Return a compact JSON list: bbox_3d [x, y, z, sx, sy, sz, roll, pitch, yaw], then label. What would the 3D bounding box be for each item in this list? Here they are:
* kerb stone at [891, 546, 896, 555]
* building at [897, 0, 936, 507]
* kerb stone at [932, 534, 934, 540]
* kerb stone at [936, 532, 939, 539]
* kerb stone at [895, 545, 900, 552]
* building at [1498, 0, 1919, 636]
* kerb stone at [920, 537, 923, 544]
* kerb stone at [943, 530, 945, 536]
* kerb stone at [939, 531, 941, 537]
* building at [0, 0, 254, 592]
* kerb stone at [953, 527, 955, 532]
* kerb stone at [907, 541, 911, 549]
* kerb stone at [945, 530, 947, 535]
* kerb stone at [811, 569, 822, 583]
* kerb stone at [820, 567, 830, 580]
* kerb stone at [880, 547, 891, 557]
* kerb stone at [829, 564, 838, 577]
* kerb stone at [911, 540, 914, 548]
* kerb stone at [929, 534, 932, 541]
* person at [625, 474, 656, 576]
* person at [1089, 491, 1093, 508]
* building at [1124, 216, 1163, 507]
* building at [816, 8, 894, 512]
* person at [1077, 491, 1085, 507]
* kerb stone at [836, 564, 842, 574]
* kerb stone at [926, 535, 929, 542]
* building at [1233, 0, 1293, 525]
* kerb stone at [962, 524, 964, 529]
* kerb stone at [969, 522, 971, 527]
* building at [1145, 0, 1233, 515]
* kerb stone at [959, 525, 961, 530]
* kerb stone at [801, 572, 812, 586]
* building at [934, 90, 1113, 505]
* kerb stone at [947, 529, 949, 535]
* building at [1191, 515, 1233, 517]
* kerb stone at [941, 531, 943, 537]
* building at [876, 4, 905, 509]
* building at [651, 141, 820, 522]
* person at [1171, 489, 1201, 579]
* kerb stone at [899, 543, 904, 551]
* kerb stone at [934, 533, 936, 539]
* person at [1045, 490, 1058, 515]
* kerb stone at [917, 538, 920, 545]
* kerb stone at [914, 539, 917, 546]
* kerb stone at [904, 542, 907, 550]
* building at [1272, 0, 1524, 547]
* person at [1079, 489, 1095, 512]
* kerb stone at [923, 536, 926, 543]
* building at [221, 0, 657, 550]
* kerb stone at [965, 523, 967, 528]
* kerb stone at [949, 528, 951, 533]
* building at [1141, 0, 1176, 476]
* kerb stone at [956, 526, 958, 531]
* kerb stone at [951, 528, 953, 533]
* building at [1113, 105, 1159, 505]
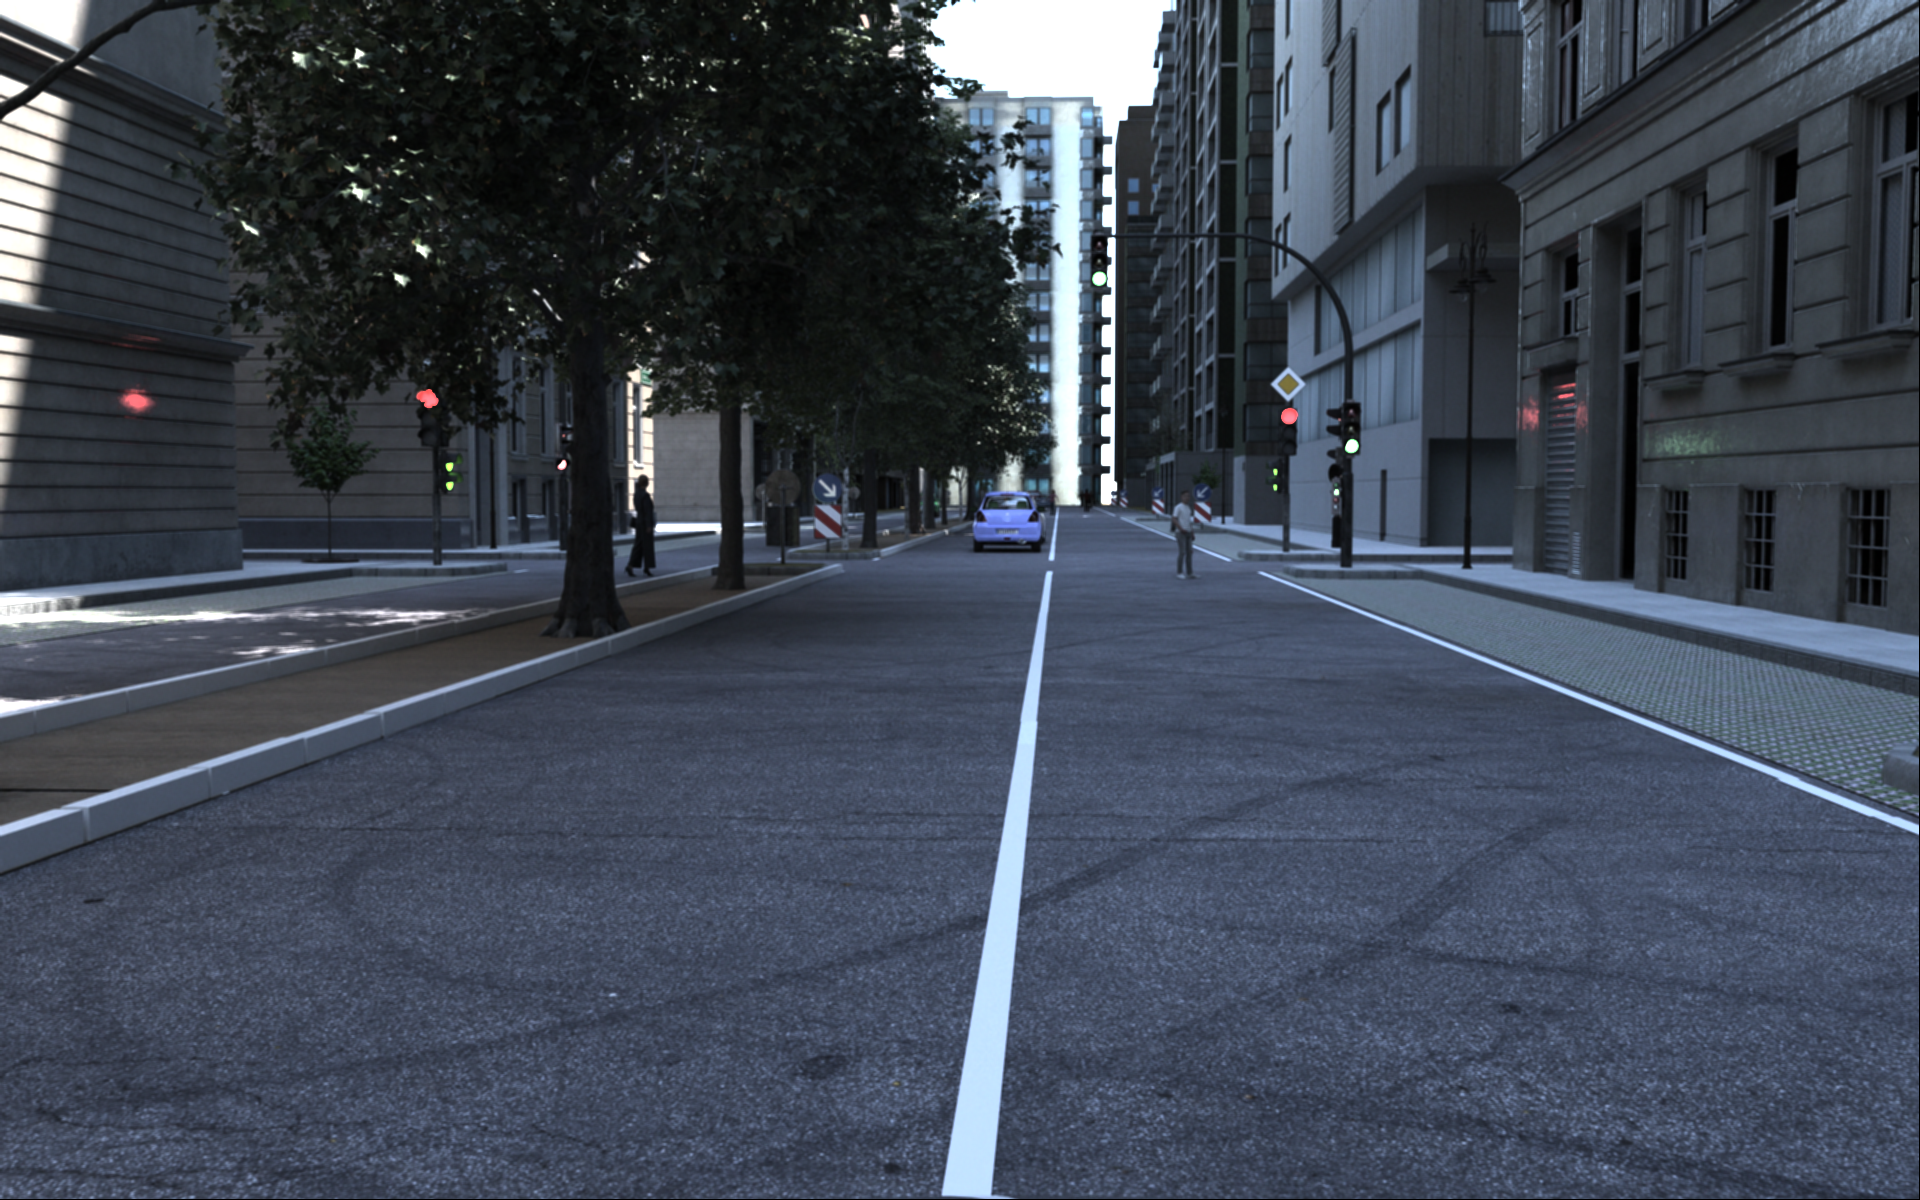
[{"bbox_3d":[-1.682,-1.143,40.886,0.120,0.150,1.000,0,4,3],"label":"kerb stone"},{"bbox_3d":[-13.578,-45.357,179.845,20.611,71.187,20.563,0,4,3],"label":"building"},{"bbox_3d":[-0.978,-1.893,53.173,0.120,0.150,1.000,0,4,3],"label":"kerb stone"},{"bbox_3d":[-0.854,-2.020,55.219,0.120,0.150,1.000,0,4,3],"label":"kerb stone"},{"bbox_3d":[-1.626,-1.203,41.907,0.120,0.150,1.000,0,4,3],"label":"kerb stone"},{"bbox_3d":[15.892,-11.075,14.365,16.112,22.955,30.059,0,4,3],"label":"building"},{"bbox_3d":[-1.211,-1.644,49.071,0.120,0.150,1.000,0,4,3],"label":"kerb stone"},{"bbox_3d":[-0.682,-2.208,58.292,0.120,0.150,1.000,0,4,3],"label":"kerb stone"},{"bbox_3d":[-0.793,-2.081,56.249,0.120,0.150,1.000,0,4,3],"label":"kerb stone"},{"bbox_3d":[-29.364,-12.562,24.467,34.723,24.649,14.460,0,4,3],"label":"building"},{"bbox_3d":[-0.382,-2.521,63.413,0.120,0.150,1.000,0,4,3],"label":"kerb stone"},{"bbox_3d":[-1.450,-1.393,44.969,0.120,0.150,1.000,0,4,3],"label":"kerb stone"},{"bbox_3d":[-0.619,-2.270,59.320,0.120,0.150,1.000,0,4,3],"label":"kerb stone"},{"bbox_3d":[-2.416,-0.361,28.099,0.120,0.150,1.000,0,4,3],"label":"kerb stone"},{"bbox_3d":[-2.359,-0.423,29.119,0.120,0.150,1.000,0,4,3],"label":"kerb stone"},{"bbox_3d":[-1.748,-1.080,39.852,0.120,0.150,1.000,0,4,3],"label":"kerb stone"},{"bbox_3d":[-2.297,-0.486,30.144,0.120,0.150,1.000,0,4,3],"label":"kerb stone"},{"bbox_3d":[-1.386,-1.455,45.992,0.120,0.150,1.000,0,4,3],"label":"kerb stone"},{"bbox_3d":[-1.030,-1.832,52.146,0.120,0.150,1.000,0,4,3],"label":"kerb stone"},{"bbox_3d":[-5.531,-1.299,30.156,0.576,1.772,0.534,2,4,28],"label":"person"},{"bbox_3d":[12.952,-10.016,172.970,0.721,1.735,1.217,3,5,41],"label":"person"},{"bbox_3d":[24.186,-25.049,181.247,14.160,30.474,14.107,0,4,3],"label":"building"},{"bbox_3d":[-16.677,-28.996,128.708,22.147,44.769,28.867,0,4,3],"label":"building"},{"bbox_3d":[13.584,-11.296,193.215,0.705,1.821,1.348,-2,4,-32],"label":"person"},{"bbox_3d":[-2.238,-0.547,31.169,0.120,0.150,1.000,0,4,3],"label":"kerb stone"},{"bbox_3d":[-1.094,-1.769,51.126,0.120,0.150,1.000,0,4,3],"label":"kerb stone"},{"bbox_3d":[19.154,-18.673,76.999,14.160,30.474,14.107,0,4,3],"label":"building"},{"bbox_3d":[-0.025,-2.896,69.546,0.120,0.150,1.000,0,4,3],"label":"kerb stone"},{"bbox_3d":[0.266,-3.209,74.666,0.120,0.150,1.000,0,4,3],"label":"kerb stone"},{"bbox_3d":[25.095,-42.410,131.650,20.563,71.187,20.611,0,4,3],"label":"building"},{"bbox_3d":[-0.149,-2.771,67.498,0.120,0.150,1.000,0,4,3],"label":"kerb stone"},{"bbox_3d":[-2.480,-0.298,27.071,0.120,0.150,1.000,0,4,3],"label":"kerb stone"},{"bbox_3d":[2.915,-35.997,208.157,30.456,49.044,23.786,0,4,3],"label":"building"},{"bbox_3d":[-0.554,-2.327,60.341,0.120,0.150,1.000,0,4,3],"label":"kerb stone"},{"bbox_3d":[22.716,-40.529,100.906,20.563,71.187,20.611,0,4,3],"label":"building"},{"bbox_3d":[-0.735,-2.145,57.271,0.120,0.150,1.000,0,4,3],"label":"kerb stone"},{"bbox_3d":[-12.345,-30.584,150.152,14.600,45.320,14.200,0,4,3],"label":"building"},{"bbox_3d":[-13.734,-13.975,79.399,10.553,20.767,40.483,0,4,3],"label":"building"},{"bbox_3d":[3.810,-1.112,29.278,0.523,1.515,0.503,1,4,13],"label":"person"},{"bbox_3d":[-1.566,-1.268,42.928,0.120,0.150,1.000,0,4,3],"label":"kerb stone"},{"bbox_3d":[-0.920,-1.957,54.199,0.120,0.150,1.000,0,4,3],"label":"kerb stone"},{"bbox_3d":[6.202,-6.588,116.935,1.217,1.743,0.721,3,5,45],"label":"person"},{"bbox_3d":[-1.272,-1.581,48.040,0.120,0.150,1.000,0,4,3],"label":"kerb stone"},{"bbox_3d":[-1.341,-1.518,47.013,0.120,0.150,1.000,0,4,3],"label":"kerb stone"},{"bbox_3d":[-1.504,-1.330,43.948,0.120,0.150,1.000,0,4,3],"label":"kerb stone"},{"bbox_3d":[23.987,-28.218,50.611,27.495,52.752,28.713,0,4,3],"label":"building"},{"bbox_3d":[10.109,-7.919,137.935,1.348,1.831,0.705,2,4,26],"label":"person"},{"bbox_3d":[-1.150,-1.707,50.103,0.120,0.150,1.000,0,4,3],"label":"kerb stone"},{"bbox_3d":[-17.141,-16.095,49.059,13.634,28.700,20.117,0,4,3],"label":"building"},{"bbox_3d":[0.088,-3.021,71.587,0.120,0.150,1.000,0,4,3],"label":"kerb stone"},{"bbox_3d":[-0.499,-2.396,61.363,0.120,0.150,1.000,0,4,3],"label":"kerb stone"},{"bbox_3d":[28.974,-32.927,157.967,23.786,49.044,30.456,0,4,3],"label":"building"},{"bbox_3d":[-0.262,-2.646,65.456,0.120,0.150,1.000,0,4,3],"label":"kerb stone"},{"bbox_3d":[-0.450,-2.457,62.394,0.120,0.150,1.000,0,4,3],"label":"kerb stone"},{"bbox_3d":[25.307,-33.782,202.449,14.200,45.320,14.600,0,4,3],"label":"building"}]
